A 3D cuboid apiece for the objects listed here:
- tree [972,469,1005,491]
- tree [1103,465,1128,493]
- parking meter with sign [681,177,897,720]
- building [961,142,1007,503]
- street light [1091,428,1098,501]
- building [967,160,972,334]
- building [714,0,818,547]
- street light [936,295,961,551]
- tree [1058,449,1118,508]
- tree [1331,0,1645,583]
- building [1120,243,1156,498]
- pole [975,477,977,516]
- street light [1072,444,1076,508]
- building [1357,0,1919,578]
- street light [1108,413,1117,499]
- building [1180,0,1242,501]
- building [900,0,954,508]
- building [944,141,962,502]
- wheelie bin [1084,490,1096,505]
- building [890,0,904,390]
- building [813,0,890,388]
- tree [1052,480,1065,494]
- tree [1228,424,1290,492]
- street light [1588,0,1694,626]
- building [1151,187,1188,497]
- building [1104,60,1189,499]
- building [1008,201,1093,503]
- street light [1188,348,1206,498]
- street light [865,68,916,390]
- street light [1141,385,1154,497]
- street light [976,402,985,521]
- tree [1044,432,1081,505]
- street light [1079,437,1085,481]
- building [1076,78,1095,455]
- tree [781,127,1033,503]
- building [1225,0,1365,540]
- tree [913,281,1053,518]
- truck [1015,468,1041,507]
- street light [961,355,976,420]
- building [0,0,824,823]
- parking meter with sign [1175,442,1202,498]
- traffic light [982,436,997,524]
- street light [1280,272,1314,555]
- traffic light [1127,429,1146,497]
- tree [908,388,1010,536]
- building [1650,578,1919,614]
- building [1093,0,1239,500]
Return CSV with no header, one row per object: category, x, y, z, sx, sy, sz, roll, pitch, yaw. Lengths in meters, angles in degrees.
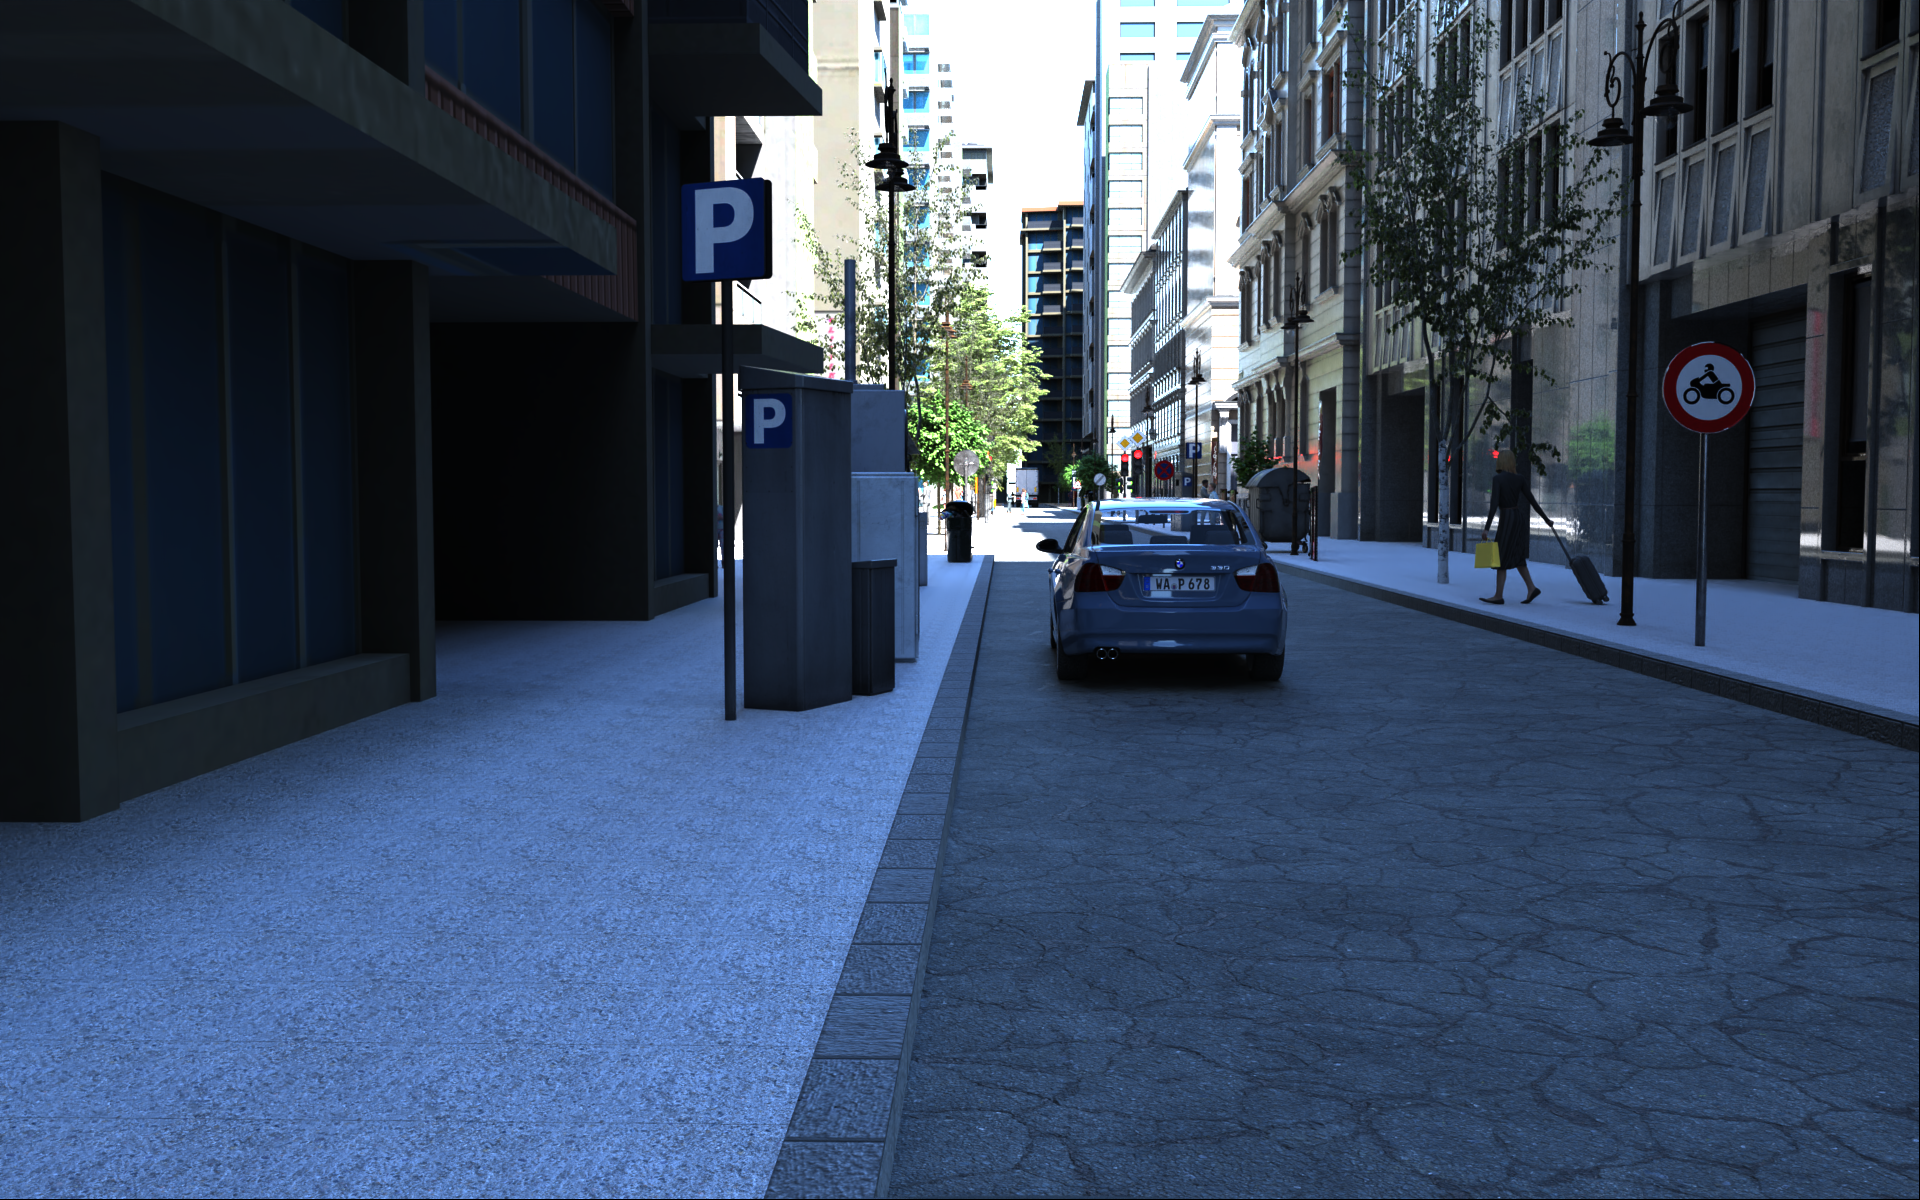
tree,2.951,-13.666,173.805,4.737,8.622,4.395,0,3,0
tree,10.494,-7.427,116.040,1.663,3.219,1.824,0,3,0
parking meter with sign,-0.957,-0.871,10.495,0.543,3.016,1.738,2,4,25
building,-6.674,-40.920,258.287,27.495,52.752,28.713,0,4,2
street light,9.236,-8.918,118.592,0.468,5.910,1.993,0,4,2
building,-13.874,-36.608,218.153,30.456,49.044,23.786,0,4,2
building,-11.234,-21.910,41.819,14.154,41.232,14.086,0,4,2
street light,-0.288,-4.025,38.591,0.468,5.910,1.993,0,4,2
tree,9.482,-8.541,123.351,4.285,4.588,4.351,0,3,0
tree,7.016,-4.531,24.437,4.360,8.622,3.978,0,3,0
building,18.030,-17.521,137.376,10.553,20.767,40.483,0,4,2
pole,0.948,-6.539,100.753,0.158,3.312,0.155,0,3,0
street light,10.323,-11.282,157.249,0.468,5.910,1.993,0,4,2
building,16.624,-13.370,36.614,12.078,24.808,19.932,0,4,2
street light,8.725,-7.738,99.306,0.468,5.910,1.993,0,4,2
building,22.180,-18.638,90.629,20.117,28.700,13.634,0,4,2
building,-11.817,-33.829,172.715,23.786,49.044,30.456,0,4,2
building,-6.952,-31.282,195.062,14.154,41.232,14.086,0,4,2
wheelie bin,9.525,-7.243,126.327,0.980,1.594,0.693,-2,4,-24
building,-10.469,-19.770,94.941,14.160,30.474,14.107,0,4,2
building,-13.629,-26.670,59.751,21.600,48.544,21.300,0,4,2
tree,12.409,-13.548,216.118,1.663,3.219,1.824,0,3,0
tree,8.260,-3.258,47.871,1.663,3.219,1.824,0,3,0
street light,6.522,-2.690,16.766,0.468,5.910,1.993,0,4,2
building,17.487,-15.821,107.816,9.793,20.994,18.267,0,4,2
building,20.902,-29.574,167.122,14.154,41.232,14.086,0,4,2
building,21.539,-36.686,254.446,28.867,44.769,22.147,0,4,2
street light,7.517,-5.033,55.076,0.468,5.910,1.993,0,4,2
street light,-0.765,-2.852,19.412,0.468,5.910,1.993,0,4,2
street light,7.985,-6.184,73.901,0.468,5.910,1.993,0,4,2
street light,0.869,-6.735,82.904,0.468,5.910,1.993,0,4,2
tree,11.977,-15.626,205.844,4.737,8.622,4.395,0,3,0
street light,9.740,-10.131,138.427,0.468,5.910,1.993,0,4,2
building,29.298,-38.302,215.477,28.713,52.752,27.495,0,4,2
tree,-1.244,-5.119,34.052,4.360,8.622,3.978,0,3,0
building,17.146,-16.605,58.877,14.401,28.519,23.554,0,4,2
tree,1.085,-10.692,92.936,7.486,12.596,7.792,0,3,0
truck,7.391,-12.268,189.492,2.839,4.237,11.283,0,4,3
street light,0.214,-5.203,57.853,0.468,5.910,1.993,0,4,2
building,-12.872,-21.878,12.323,22.147,44.769,28.867,0,4,2
parking meter with sign,7.691,-3.862,59.404,0.543,3.016,1.738,-1,4,-14
traffic light,1.154,-5.244,74.665,0.839,4.253,0.868,0,4,2
street light,7.034,-3.882,36.252,0.468,5.910,1.993,0,4,2
traffic light,7.613,-5.235,74.511,0.839,4.253,0.868,0,4,2
tree,-0.681,-4.291,53.878,4.285,4.588,4.351,0,3,0
building,15.855,-12.131,16.359,12.078,24.808,19.932,0,4,2
building,25.069,-39.486,187.601,21.231,58.520,28.212,0,4,2
